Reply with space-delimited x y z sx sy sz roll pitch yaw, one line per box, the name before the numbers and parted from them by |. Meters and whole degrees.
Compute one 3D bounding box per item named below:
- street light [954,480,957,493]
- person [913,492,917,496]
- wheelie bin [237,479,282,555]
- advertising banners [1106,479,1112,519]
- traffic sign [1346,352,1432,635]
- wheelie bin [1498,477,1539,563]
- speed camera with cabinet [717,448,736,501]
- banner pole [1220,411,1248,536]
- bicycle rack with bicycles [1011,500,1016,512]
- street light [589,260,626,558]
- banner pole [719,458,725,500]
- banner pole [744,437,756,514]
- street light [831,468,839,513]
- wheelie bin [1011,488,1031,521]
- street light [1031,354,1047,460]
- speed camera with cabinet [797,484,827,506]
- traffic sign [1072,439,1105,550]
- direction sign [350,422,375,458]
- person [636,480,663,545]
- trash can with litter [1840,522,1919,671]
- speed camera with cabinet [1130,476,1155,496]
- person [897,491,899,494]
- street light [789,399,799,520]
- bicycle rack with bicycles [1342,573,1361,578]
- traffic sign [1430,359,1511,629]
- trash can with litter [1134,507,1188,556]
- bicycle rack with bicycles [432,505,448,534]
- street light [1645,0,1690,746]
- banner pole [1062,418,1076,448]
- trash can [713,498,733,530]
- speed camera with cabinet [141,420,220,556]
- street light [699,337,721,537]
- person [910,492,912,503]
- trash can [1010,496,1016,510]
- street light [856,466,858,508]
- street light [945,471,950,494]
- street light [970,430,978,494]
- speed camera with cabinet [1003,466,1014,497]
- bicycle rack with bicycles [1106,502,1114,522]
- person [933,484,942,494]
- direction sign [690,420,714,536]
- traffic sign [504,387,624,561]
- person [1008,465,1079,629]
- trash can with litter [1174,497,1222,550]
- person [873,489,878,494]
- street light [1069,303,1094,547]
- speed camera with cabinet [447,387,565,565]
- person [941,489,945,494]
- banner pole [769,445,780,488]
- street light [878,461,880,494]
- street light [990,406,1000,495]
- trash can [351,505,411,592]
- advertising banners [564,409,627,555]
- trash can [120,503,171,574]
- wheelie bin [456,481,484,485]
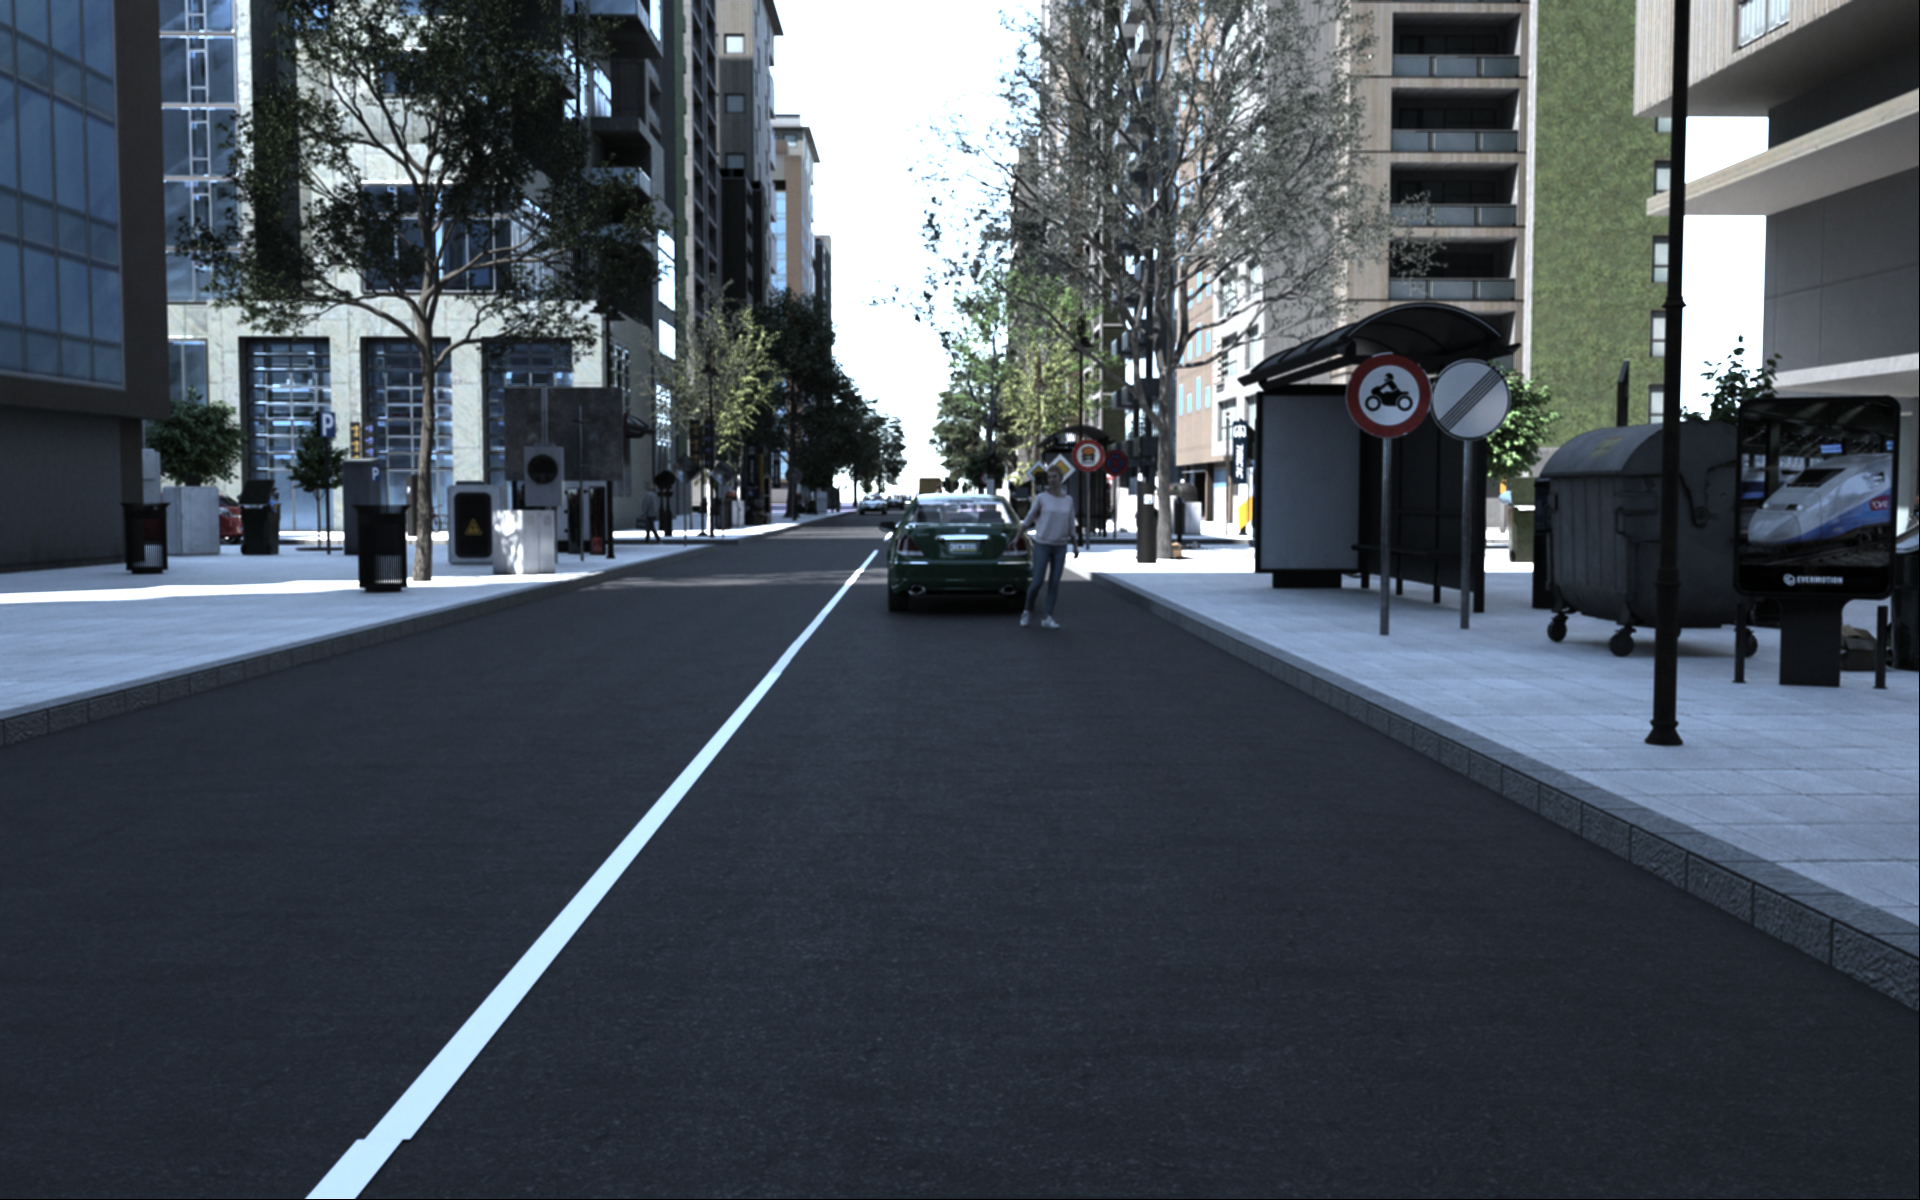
street light | -0.707 -14.893 216.280 0.468 5.910 1.993 0 4 -1
person | -7.005 -16.268 275.205 1.217 1.736 0.721 -1 4 -20
wheelie bin | -14.870 -1.766 36.774 0.980 1.594 0.693 0 4 6
advertising banners | 7.254 -5.491 85.958 0.090 3.025 2.074 -1 4 -12
traffic sign | 3.868 -0.954 15.705 0.768 2.556 0.104 0 4 4
wheelie bin | 10.590 -1.503 32.480 0.980 1.594 0.693 0 4 7
speed camera with cabinet | -10.176 -4.964 75.500 0.660 3.252 2.038 0 4 -1
banner pole | 8.309 -3.816 52.404 0.863 3.779 0.401 2 4 29
bicycle rack with bicycles | 3.128 -5.452 102.528 2.925 0.926 2.852 -1 4 -12
street light | -6.983 -3.771 34.449 0.468 5.910 1.993 0 4 -1
banner pole | -14.678 -7.130 106.593 0.401 3.779 0.863 -3 5 -41
banner pole | -9.167 -5.226 75.464 0.863 3.779 0.401 3 5 41
street light | -8.759 -8.932 118.821 0.468 5.910 1.993 0 4 -1
wheelie bin | 2.986 -4.656 84.031 0.980 1.594 0.693 0 4 7
street light | 2.601 -5.166 57.259 0.468 5.910 1.993 0 4 -1
speed camera with cabinet | -10.049 -7.546 117.719 2.038 3.252 0.660 -2 4 -33
traffic sign | 2.950 -2.435 39.911 0.768 2.556 0.104 0 4 1
direction sign | -18.794 -3.825 54.537 0.876 3.537 0.379 1 4 19
person | -8.141 -2.246 45.403 0.728 1.800 0.709 1 4 10
trash can with litter | 6.838 -0.073 12.588 1.055 1.170 0.624 0 4 -3
speed camera with cabinet | 9.763 -5.867 90.267 2.038 3.252 0.660 -3 4 -37
person | -7.563 -12.653 215.904 0.750 1.759 0.617 0 4 5
street light | -8.059 -6.837 84.569 0.468 5.910 1.993 0 4 -1
bicycle rack with bicycles | 6.603 -0.833 27.003 2.925 0.926 2.852 1 4 13
traffic sign | 4.814 -0.999 16.442 0.768 2.556 0.104 0 4 0
trash can with litter | 4.108 -1.472 35.449 1.055 1.170 0.624 0 4 -1
bicycle rack with bicycles | -16.025 -2.621 56.229 2.852 0.926 2.925 -3 4 -39
street light | 3.621 -2.198 8.731 0.468 5.910 1.993 0 4 -1
banner pole | 3.544 -4.084 56.793 0.401 3.779 0.863 -3 4 -36
trash can | -8.459 -3.071 61.871 0.748 1.137 0.748 0 3 0
speed camera with cabinet | -16.404 -2.540 35.861 0.660 3.252 2.038 2 4 29
street light | -7.351 -4.794 51.163 0.468 5.910 1.993 0 4 -1
person | -6.437 -13.533 230.587 0.721 1.723 1.217 0 4 -4
trash can | 3.102 -5.674 104.421 0.748 1.137 0.748 0 3 0
street light | -9.605 -11.513 161.026 0.468 5.910 1.993 0 4 -1
street light | -2.241 -19.057 284.373 0.468 5.910 1.993 0 4 -1
street light | 1.121 -9.330 125.333 0.468 5.910 1.993 0 4 -1
speed camera with cabinet | 2.921 -7.723 120.600 0.660 3.252 2.038 3 5 44
bicycle rack with bicycles | 6.347 -3.973 78.345 2.852 0.926 2.925 -3 4 -39
person | -0.845 -3.619 67.650 0.713 1.824 0.794 1 4 14
direction sign | -7.884 -3.729 52.967 0.876 3.537 0.379 2 4 26
traffic sign | -7.552 -2.396 33.045 2.265 3.308 0.079 0 3 0
person | 0.844 -0.575 18.570 0.731 1.740 0.598 -2 4 -28
trash can with litter | 5.265 -1.826 40.917 1.678 1.210 2.233 0 4 3
person | -6.668 -7.876 137.415 1.348 1.807 0.705 -1 4 -20
street light | 2.942 -4.242 42.138 0.468 5.910 1.993 0 4 -1
speed camera with cabinet | -8.319 -2.288 31.750 2.038 3.252 0.660 0 4 -7
person | -1.424 -7.828 136.505 1.348 1.821 0.705 0 4 -2
banner pole | -9.412 -5.975 87.712 0.863 3.779 0.401 2 4 32
street light | -11.353 -16.588 244.005 0.468 5.910 1.993 0 4 -1
street light | 1.856 -7.245 91.242 0.468 5.910 1.993 0 4 -1
trash can | -7.589 -0.679 22.758 0.748 1.137 0.748 0 3 0
advertising banners | -7.674 -2.467 36.531 2.074 3.025 0.090 3 5 40
trash can | -13.126 -0.996 27.938 0.748 1.137 0.748 0 3 0
wheelie bin | -11.924 -2.089 42.060 0.980 1.594 0.693 -1 4 -15
